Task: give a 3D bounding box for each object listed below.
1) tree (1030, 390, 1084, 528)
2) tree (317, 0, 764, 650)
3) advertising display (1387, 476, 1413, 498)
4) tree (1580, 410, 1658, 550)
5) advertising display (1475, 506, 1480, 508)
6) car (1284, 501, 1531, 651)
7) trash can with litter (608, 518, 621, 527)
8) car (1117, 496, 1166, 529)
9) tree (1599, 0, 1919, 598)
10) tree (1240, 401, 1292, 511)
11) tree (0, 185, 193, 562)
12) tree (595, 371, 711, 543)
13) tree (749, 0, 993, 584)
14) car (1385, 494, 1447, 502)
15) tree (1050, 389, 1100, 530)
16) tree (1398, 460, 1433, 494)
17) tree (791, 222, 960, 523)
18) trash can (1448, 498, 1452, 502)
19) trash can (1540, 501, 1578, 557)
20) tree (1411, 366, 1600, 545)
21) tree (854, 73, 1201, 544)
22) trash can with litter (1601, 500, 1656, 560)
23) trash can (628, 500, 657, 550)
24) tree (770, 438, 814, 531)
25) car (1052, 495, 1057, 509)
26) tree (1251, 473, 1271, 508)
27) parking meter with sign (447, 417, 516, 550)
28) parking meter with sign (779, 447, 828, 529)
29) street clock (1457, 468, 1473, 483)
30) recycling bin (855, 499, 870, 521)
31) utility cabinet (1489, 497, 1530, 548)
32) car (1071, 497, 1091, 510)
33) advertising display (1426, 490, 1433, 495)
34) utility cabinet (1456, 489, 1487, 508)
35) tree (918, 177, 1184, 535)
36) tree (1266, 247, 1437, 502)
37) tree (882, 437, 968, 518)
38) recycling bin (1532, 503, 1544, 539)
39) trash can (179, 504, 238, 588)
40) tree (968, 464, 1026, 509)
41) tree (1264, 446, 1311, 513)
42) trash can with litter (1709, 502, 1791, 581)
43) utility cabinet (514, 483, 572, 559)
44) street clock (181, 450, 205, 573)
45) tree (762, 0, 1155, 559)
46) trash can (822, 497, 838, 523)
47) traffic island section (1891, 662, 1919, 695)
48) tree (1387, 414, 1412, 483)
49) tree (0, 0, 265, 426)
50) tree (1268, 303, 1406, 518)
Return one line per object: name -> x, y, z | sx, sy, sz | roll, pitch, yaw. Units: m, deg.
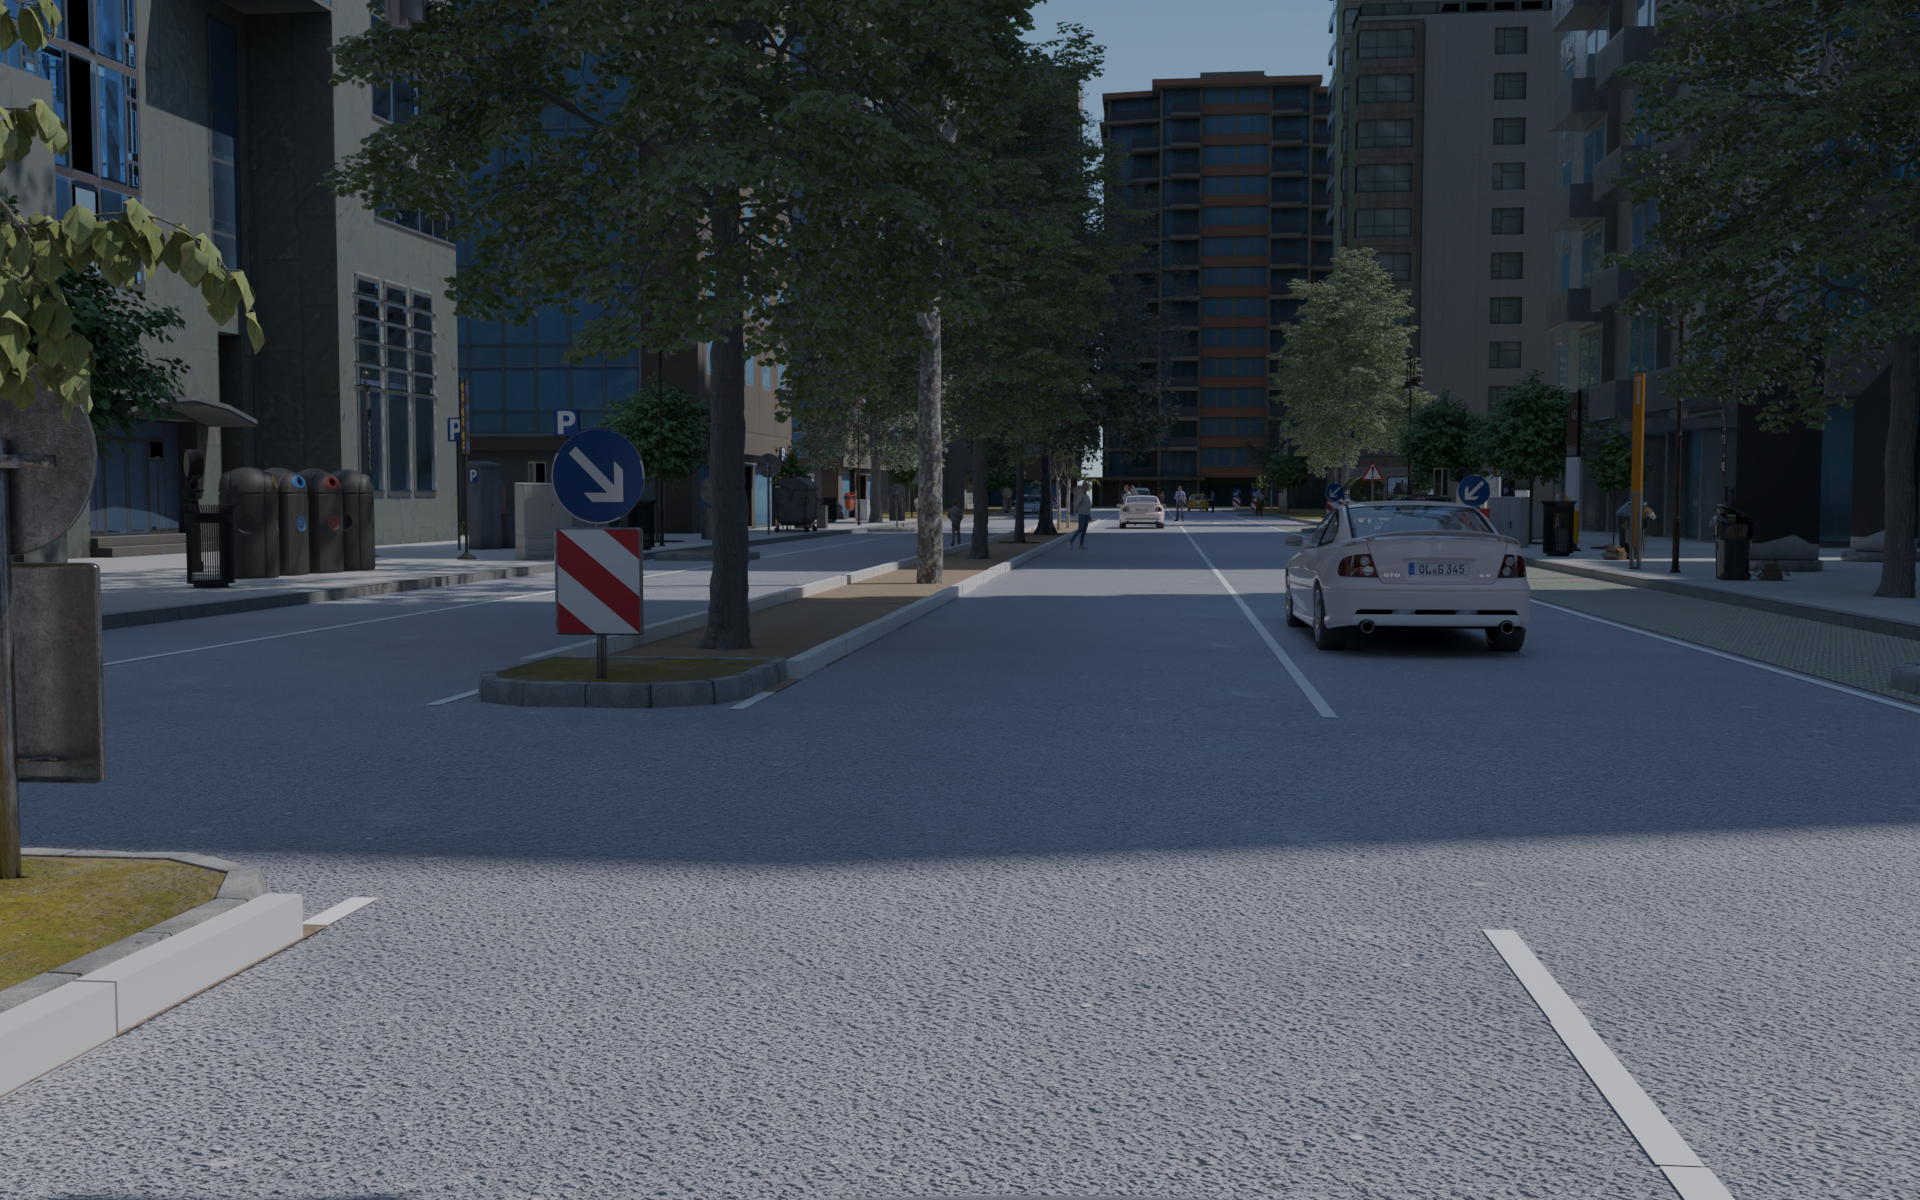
tree -> 4.550, -7.338, 72.798 | 4.360, 8.622, 3.978 | 0, 3, 0
tree -> -2.201, -5.840, 16.073 | 7.486, 12.596, 7.792 | 0, 3, 0
advertising display -> 15.786, -3.485, 62.196 | 0.974, 1.923, 0.123 | 3, 5, 43
tree -> 15.233, -2.789, 40.208 | 1.663, 3.219, 1.824 | 0, 3, 0
advertising display -> 18.619, -3.501, 62.452 | 0.123, 1.923, 0.974 | 1, 4, 8
car -> 4.330, -0.297, 17.226 | 2.083, 1.381, 4.827 | 0, 4, 5
trash can with litter -> -7.946, -1.656, 38.463 | 0.624, 1.170, 1.055 | -2, 4, -33
car -> 7.662, -3.719, 73.161 | 2.083, 1.381, 4.827 | 0, 4, 5
tree -> 12.050, -6.292, 21.006 | 7.486, 12.596, 7.792 | 0, 3, 0
tree -> 23.585, -11.130, 132.329 | 4.360, 8.622, 3.978 | 0, 3, 0
tree -> -10.228, -2.132, 18.579 | 4.285, 4.588, 4.351 | 0, 3, 0
tree -> -8.026, -3.826, 46.271 | 4.285, 4.588, 4.351 | 0, 3, 0
tree -> -1.593, -10.376, 27.998 | 12.611, 20.169, 13.585 | 0, 3, 0
car -> 10.961, -1.970, 41.999 | 2.009, 1.686, 4.222 | 0, 4, 7
tree -> 3.931, -7.057, 68.199 | 4.737, 8.622, 4.395 | 0, 3, 0
tree -> 18.096, -4.518, 68.476 | 1.663, 3.219, 1.824 | 0, 3, 0
tree -> -3.699, -10.465, 77.756 | 9.857, 13.997, 8.962 | 0, 3, 0
trash can -> 17.656, -3.171, 63.493 | 0.748, 1.137, 0.748 | 0, 3, 0
trash can -> 12.349, -1.473, 35.739 | 0.748, 1.137, 0.748 | 0, 3, 0
tree -> 14.750, -3.713, 44.416 | 4.285, 4.588, 4.351 | 0, 3, 0
tree -> 1.742, -8.365, 49.588 | 12.009, 13.543, 11.850 | 0, 3, 0
trash can with litter -> 13.028, -1.371, 33.797 | 1.055, 1.170, 0.624 | -3, 4, -37
trash can -> -7.311, -1.717, 39.719 | 0.748, 1.137, 0.748 | 0, 3, 0
tree -> -5.828, -4.023, 60.379 | 1.663, 3.219, 1.824 | 0, 3, 0
car -> 8.289, -9.095, 161.278 | 1.945, 1.354, 3.894 | 0, 4, 6
tree -> 27.552, -10.102, 159.775 | 1.663, 3.219, 1.824 | 0, 3, 0
parking meter with sign -> -11.010, -2.686, 40.176 | 0.543, 3.016, 1.738 | 2, 4, 31
parking meter with sign -> -5.779, -4.156, 64.210 | 1.738, 3.016, 0.543 | 1, 4, 11
street clock -> 14.011, -2.662, 48.095 | 0.471, 2.002, 0.358 | -3, 4, -38
recycling bin -> -4.572, -4.342, 83.551 | 0.722, 1.027, 0.722 | 2, 4, 33
utility cabinet -> 13.208, -1.868, 41.706 | 0.306, 1.237, 1.020 | -2, 4, -29
car -> 10.623, -8.688, 154.416 | 2.083, 1.381, 4.827 | 0, 4, 6
advertising display -> 22.598, -4.768, 83.164 | 0.123, 1.923, 0.974 | 0, 4, -6
utility cabinet -> 20.661, -3.746, 69.932 | 1.173, 1.500, 0.318 | 3, 4, 37
tree -> 3.018, -8.622, 60.429 | 9.611, 12.733, 9.660 | 0, 3, 0
tree -> 17.893, -9.871, 79.511 | 7.486, 12.596, 7.792 | 0, 3, 0
tree -> -2.707, -6.807, 95.013 | 4.285, 4.588, 4.351 | 0, 3, 0
recycling bin -> 16.214, -2.258, 49.478 | 0.722, 1.027, 0.722 | -3, 5, -43
trash can -> -10.276, -0.739, 23.731 | 0.748, 1.137, 0.748 | 0, 3, 0
tree -> 2.233, -9.330, 136.259 | 4.285, 4.588, 4.351 | 0, 3, 0
tree -> 22.245, -8.175, 117.374 | 4.285, 4.588, 4.351 | 0, 3, 0
trash can with litter -> 11.785, -0.884, 25.846 | 1.055, 1.170, 0.624 | 1, 4, 10
utility cabinet -> -8.179, -1.553, 34.067 | 0.318, 1.500, 1.173 | 3, 4, 37
street clock -> -12.498, -1.448, 28.249 | 0.358, 2.002, 0.471 | -3, 4, -38
tree -> 0.375, -7.194, 38.203 | 7.486, 12.596, 7.792 | 0, 3, 0
trash can -> -5.865, -4.068, 78.172 | 0.748, 1.137, 0.748 | 0, 3, 0
traffic island section -> 7.735, 0.644, 11.756 | 2.009, 0.180, 2.903 | 0, 4, 6
tree -> 14.612, -4.215, 52.633 | 4.285, 4.588, 4.351 | 0, 3, 0
tree -> -3.044, -3.104, 3.574 | 4.737, 8.622, 4.395 | 0, 3, 0
tree -> 20.133, -10.214, 92.762 | 9.928, 11.665, 9.643 | 0, 3, 0
